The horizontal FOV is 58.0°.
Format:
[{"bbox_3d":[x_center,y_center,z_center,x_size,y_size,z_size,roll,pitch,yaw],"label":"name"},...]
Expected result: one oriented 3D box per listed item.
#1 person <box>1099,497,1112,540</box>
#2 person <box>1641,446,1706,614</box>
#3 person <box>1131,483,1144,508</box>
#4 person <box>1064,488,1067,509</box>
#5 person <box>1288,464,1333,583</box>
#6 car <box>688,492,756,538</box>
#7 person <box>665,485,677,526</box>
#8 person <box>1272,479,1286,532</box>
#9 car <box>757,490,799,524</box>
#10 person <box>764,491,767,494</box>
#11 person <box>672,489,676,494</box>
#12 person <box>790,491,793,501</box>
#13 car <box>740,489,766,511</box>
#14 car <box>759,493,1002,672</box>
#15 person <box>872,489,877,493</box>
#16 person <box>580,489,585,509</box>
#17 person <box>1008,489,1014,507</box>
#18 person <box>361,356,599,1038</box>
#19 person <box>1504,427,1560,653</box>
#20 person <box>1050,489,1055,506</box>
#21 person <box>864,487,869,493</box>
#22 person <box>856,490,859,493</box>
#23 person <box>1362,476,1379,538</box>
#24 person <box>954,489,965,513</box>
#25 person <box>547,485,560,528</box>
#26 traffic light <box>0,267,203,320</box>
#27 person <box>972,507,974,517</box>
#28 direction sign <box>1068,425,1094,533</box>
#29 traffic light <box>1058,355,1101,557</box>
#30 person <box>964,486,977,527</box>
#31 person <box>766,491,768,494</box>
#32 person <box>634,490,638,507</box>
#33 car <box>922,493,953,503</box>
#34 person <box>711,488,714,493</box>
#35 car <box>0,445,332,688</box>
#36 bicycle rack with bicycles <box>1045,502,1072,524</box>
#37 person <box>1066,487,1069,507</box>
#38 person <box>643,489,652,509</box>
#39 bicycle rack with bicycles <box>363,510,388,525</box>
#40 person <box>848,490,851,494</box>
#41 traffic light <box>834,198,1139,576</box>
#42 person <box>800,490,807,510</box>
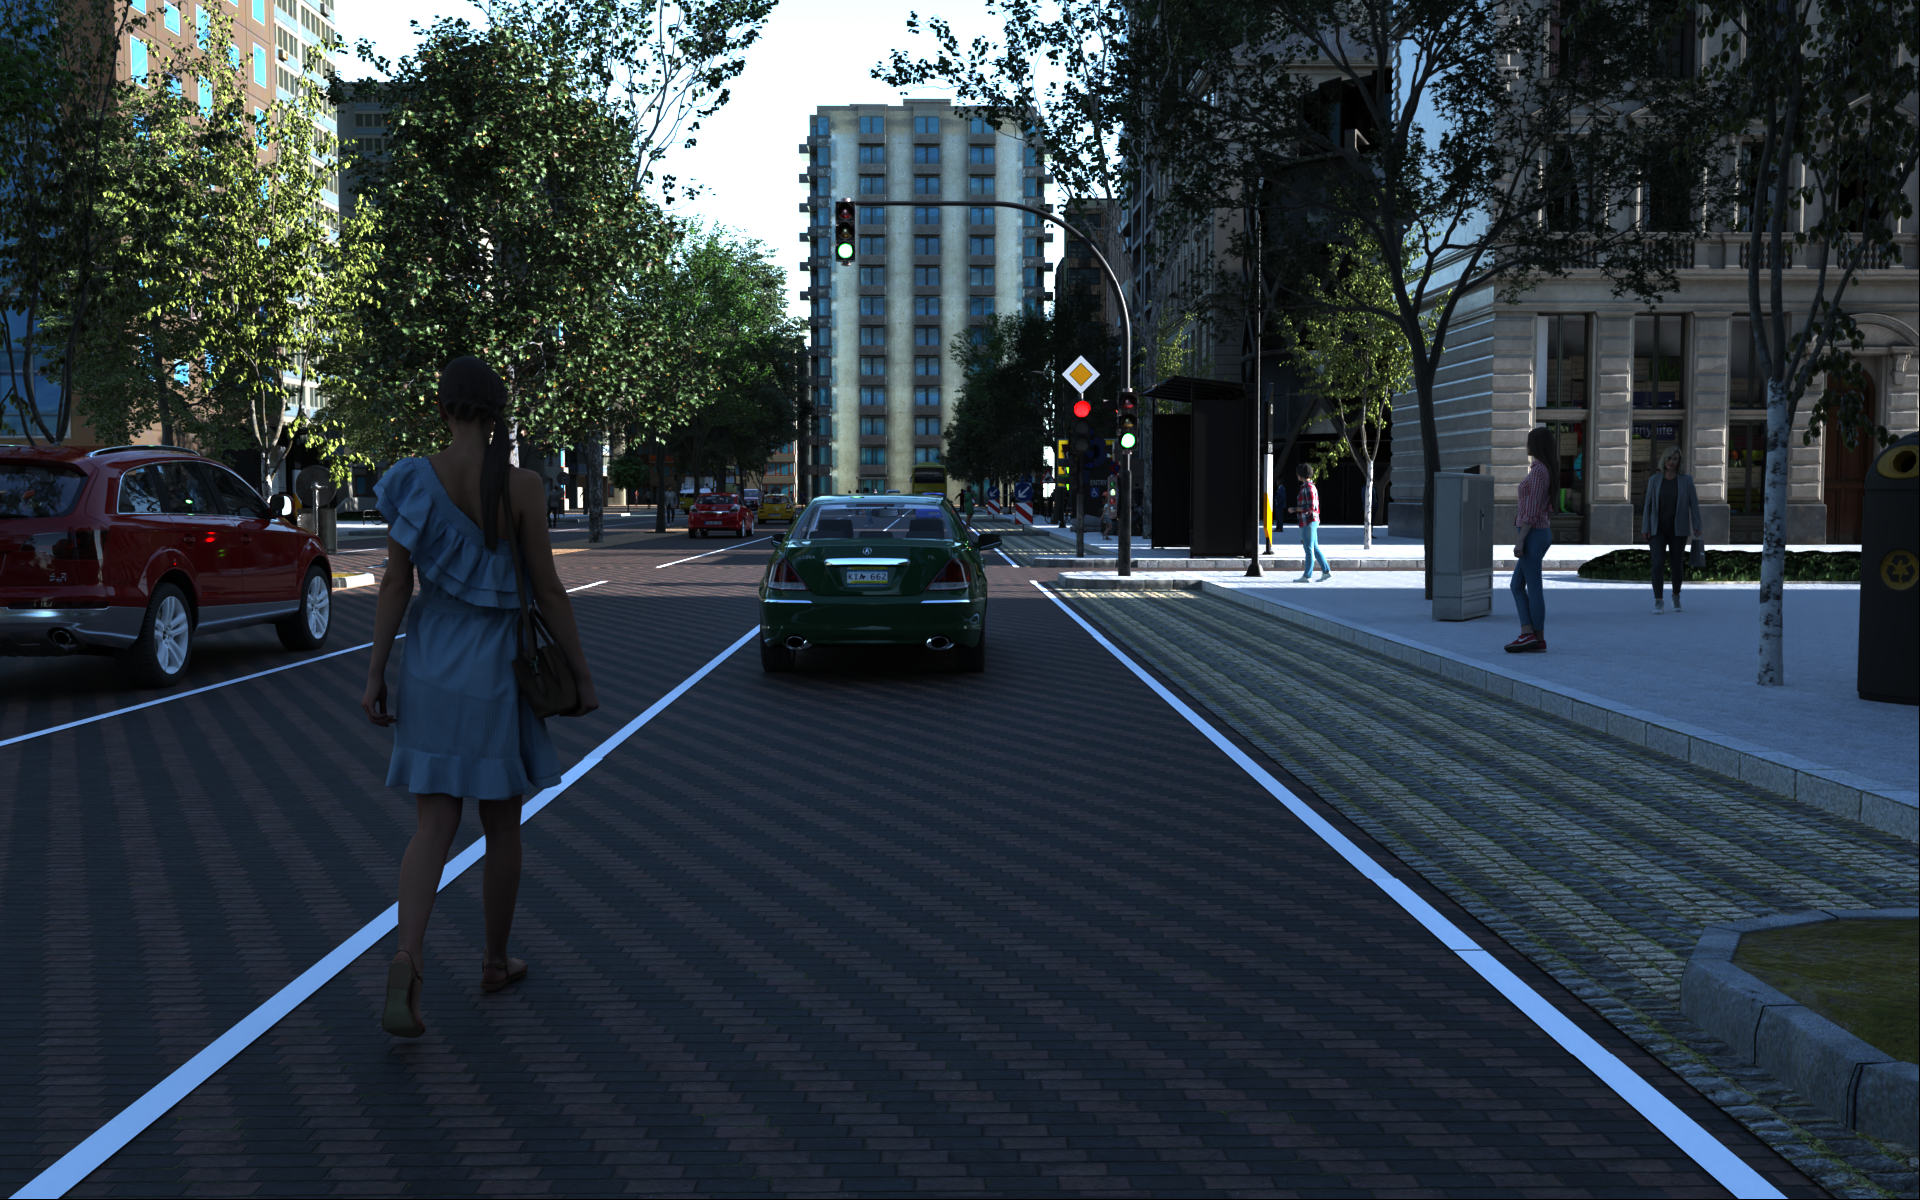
[{"bbox_3d":[4.071,-2.285,48.425,0.382,1.210,0.505,0,4,0],"label":"person"},{"bbox_3d":[7.732,-0.761,18.666,0.709,1.800,0.728,2,4,28],"label":"person"},{"bbox_3d":[9.808,-5.527,95.778,0.648,1.900,0.474,-3,4,-37],"label":"person"},{"bbox_3d":[7.515,-7.069,122.335,0.721,1.735,1.217,0,4,8],"label":"person"},{"bbox_3d":[5.088,-1.116,25.120,0.643,1.720,0.563,1,4,13],"label":"person"},{"bbox_3d":[-7.924,-2.974,57.670,2.155,1.783,4.494,0,4,-1],"label":"car"},{"bbox_3d":[-13.021,-4.242,77.699,0.661,1.843,0.795,-1,4,-13],"label":"person"},{"bbox_3d":[10.819,-3.203,58.596,0.419,1.800,0.721,0,4,-2],"label":"person"},{"bbox_3d":[-8.821,-4.490,83.639,2.015,1.641,3.980,0,4,-3],"label":"car"},{"bbox_3d":[-15.019,-7.505,132.682,0.593,1.643,0.415,-3,4,-37],"label":"person"},{"bbox_3d":[-29.777,-10.590,179.326,0.705,1.807,1.348,3,5,43],"label":"person"},{"bbox_3d":[-16.486,-9.862,170.539,0.721,1.735,1.217,0,4,-4],"label":"person"},{"bbox_3d":[-14.957,-7.079,124.406,2.281,1.827,5.304,0,4,-2],"label":"car"},{"bbox_3d":[-0.682,-0.220,15.392,2.131,1.459,4.920,0,4,0],"label":"car"},{"bbox_3d":[-5.587,-6.367,113.271,0.551,1.740,0.621,-1,4,-19],"label":"person"},{"bbox_3d":[-31.295,-8.437,144.698,1.217,1.735,0.721,2,4,26],"label":"person"},{"bbox_3d":[5.027,-9.734,165.980,1.217,1.735,0.721,0,4,4],"label":"person"},{"bbox_3d":[-1.326,0.233,4.780,0.616,1.811,0.778,0,4,4],"label":"person"},{"bbox_3d":[4.648,-0.489,14.042,0.388,1.821,0.555,1,4,23],"label":"person"},{"bbox_3d":[8.568,-9.271,158.180,0.990,1.755,0.434,2,4,32],"label":"person"},{"bbox_3d":[-4.009,-4.078,76.018,0.643,1.720,0.563,-1,4,-22],"label":"person"},{"bbox_3d":[-7.029,-6.603,117.174,0.721,1.736,1.217,-2,4,-29],"label":"person"},{"bbox_3d":[11.878,-2.689,50.190,0.721,1.800,0.419,-3,5,-42],"label":"person"},{"bbox_3d":[0.176,-7.606,132.818,1.348,1.831,0.705,1,4,21],"label":"person"},{"bbox_3d":[-17.410,-3.995,73.999,0.592,1.802,0.473,-1,4,-20],"label":"person"},{"bbox_3d":[-17.649,-3.675,34.756,4.771,5.953,1.251,0,4,-1],"label":"traffic light"},{"bbox_3d":[0.682,-5.760,107.691,0.382,1.210,0.505,0,4,4],"label":"person"},{"bbox_3d":[3.999,-3.993,57.281,0.876,3.537,0.379,-1,4,-13],"label":"direction sign"},{"bbox_3d":[2.419,-2.823,35.073,0.839,4.253,0.868,0,4,-1],"label":"traffic light"},{"bbox_3d":[0.379,-4.045,74.881,0.600,1.795,0.529,3,5,40],"label":"person"},{"bbox_3d":[-19.760,-10.216,176.212,0.721,1.739,1.217,0,4,-2],"label":"person"},{"bbox_3d":[-31.028,-9.706,166.213,0.593,1.643,0.415,2,4,29],"label":"person"},{"bbox_3d":[-1.312,-4.560,84.146,1.945,1.707,3.694,0,4,-2],"label":"car"},{"bbox_3d":[-15.779,-6.184,109.883,0.850,1.792,0.678,-2,4,-33],"label":"person"},{"bbox_3d":[-6.883,-0.345,14.312,2.281,1.827,5.304,0,4,-1],"label":"car"},{"bbox_3d":[4.964,-3.785,75.273,2.925,0.926,2.852,-2,4,-28],"label":"bicycle rack with bicycles"},{"bbox_3d":[7.728,-7.417,127.760,0.683,1.767,0.568,1,4,11],"label":"person"},{"bbox_3d":[-26.707,-8.649,148.242,0.721,1.735,1.217,2,4,26],"label":"person"},{"bbox_3d":[-23.350,-3.598,72.208,2.852,0.926,2.925,3,4,37],"label":"bicycle rack with bicycles"},{"bbox_3d":[-9.193,-8.189,143.110,1.217,1.735,0.721,3,5,43],"label":"person"},{"bbox_3d":[0.463,-3.195,26.912,4.771,5.953,1.251,0,4,-1],"label":"traffic light"},{"bbox_3d":[-13.404,-8.561,148.929,0.683,1.767,0.568,-2,4,-31],"label":"person"}]
